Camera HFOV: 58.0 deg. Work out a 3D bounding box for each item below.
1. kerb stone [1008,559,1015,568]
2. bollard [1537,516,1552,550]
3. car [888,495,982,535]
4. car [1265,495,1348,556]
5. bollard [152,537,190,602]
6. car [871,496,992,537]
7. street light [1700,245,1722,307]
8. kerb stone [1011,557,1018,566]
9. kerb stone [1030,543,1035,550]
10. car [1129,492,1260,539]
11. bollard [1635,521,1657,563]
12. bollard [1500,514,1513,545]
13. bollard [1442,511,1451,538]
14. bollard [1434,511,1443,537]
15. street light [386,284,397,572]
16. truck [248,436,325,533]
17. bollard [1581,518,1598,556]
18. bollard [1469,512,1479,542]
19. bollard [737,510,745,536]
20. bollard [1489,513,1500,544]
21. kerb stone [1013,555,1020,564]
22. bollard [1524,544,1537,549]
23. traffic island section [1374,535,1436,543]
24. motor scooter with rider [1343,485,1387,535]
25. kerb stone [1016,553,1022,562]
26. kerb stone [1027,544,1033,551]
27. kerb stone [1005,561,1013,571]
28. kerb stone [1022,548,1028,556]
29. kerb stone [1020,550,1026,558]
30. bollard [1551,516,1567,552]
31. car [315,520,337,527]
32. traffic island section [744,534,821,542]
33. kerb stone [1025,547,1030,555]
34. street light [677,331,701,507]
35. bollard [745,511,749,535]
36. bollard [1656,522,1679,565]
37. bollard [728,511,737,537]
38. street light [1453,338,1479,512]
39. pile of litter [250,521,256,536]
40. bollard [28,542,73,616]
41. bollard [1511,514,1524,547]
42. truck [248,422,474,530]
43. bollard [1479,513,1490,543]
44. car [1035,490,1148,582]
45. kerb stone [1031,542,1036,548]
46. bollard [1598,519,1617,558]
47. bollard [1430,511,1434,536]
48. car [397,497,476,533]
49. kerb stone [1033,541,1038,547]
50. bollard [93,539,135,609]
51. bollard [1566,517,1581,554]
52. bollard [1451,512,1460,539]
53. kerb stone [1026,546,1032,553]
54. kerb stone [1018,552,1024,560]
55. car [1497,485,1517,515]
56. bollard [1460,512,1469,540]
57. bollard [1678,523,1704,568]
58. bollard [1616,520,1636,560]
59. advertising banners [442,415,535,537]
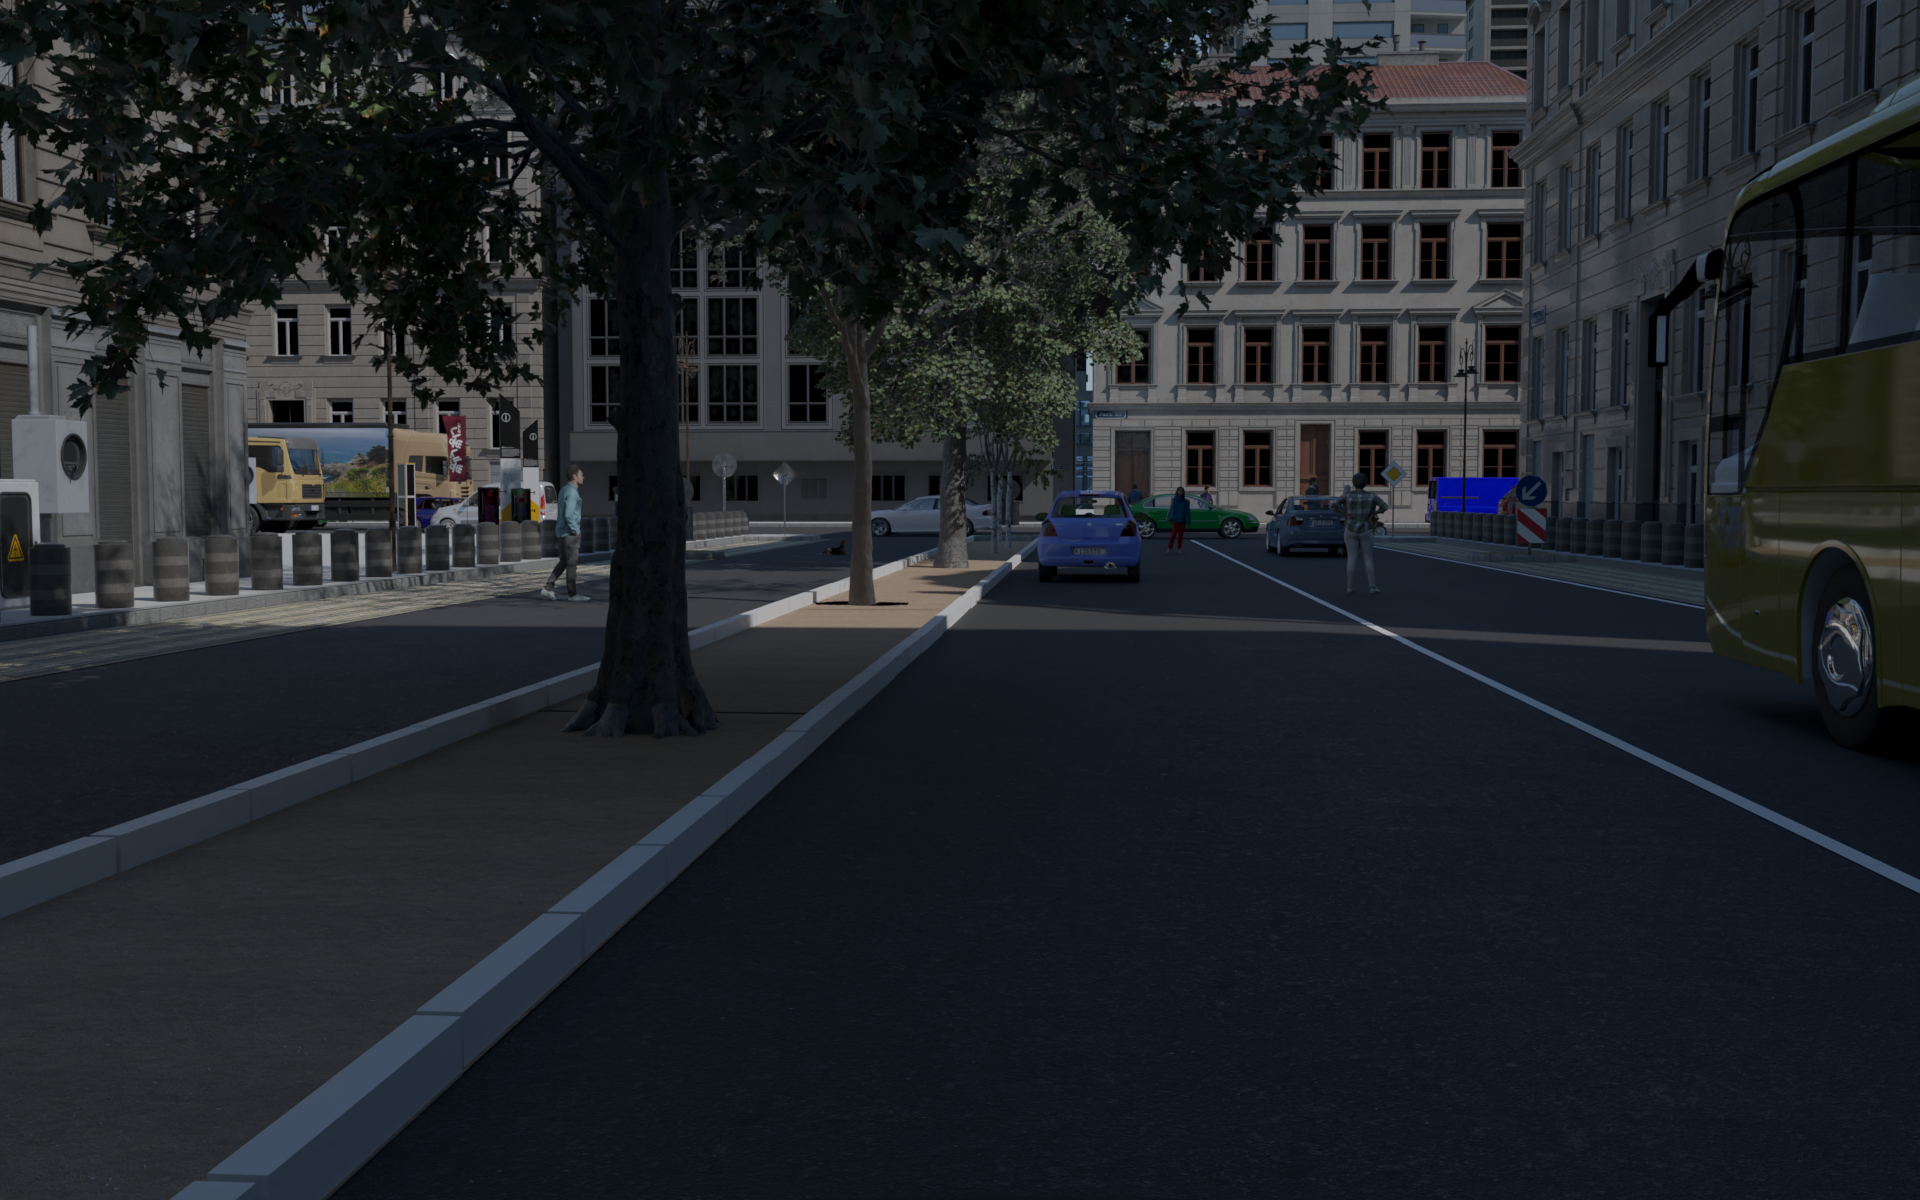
[{"bbox_3d":[0.906,-0.627,32.444,0.120,0.150,1.000,0,4,4],"label":"kerb stone"},{"bbox_3d":[13.558,-1.531,39.752,0.404,0.777,0.398,0,3,0],"label":"bollard"},{"bbox_3d":[-0.981,-3.043,61.750,4.499,1.417,2.014,0,4,5],"label":"car"},{"bbox_3d":[8.309,-1.780,41.112,2.014,1.417,4.499,0,4,5],"label":"car"},{"bbox_3d":[-9.465,-0.370,20.774,0.404,0.777,0.398,0,3,0],"label":"bollard"},{"bbox_3d":[-1.182,-2.853,59.009,4.827,1.381,2.083,0,4,4],"label":"car"},{"bbox_3d":[13.452,-3.524,30.413,0.468,5.910,1.993,0,4,4],"label":"street light"},{"bbox_3d":[0.988,-0.690,33.476,0.120,0.150,1.000,0,4,4],"label":"kerb stone"},{"bbox_3d":[1.704,-1.255,42.718,0.120,0.150,1.000,0,4,4],"label":"kerb stone"},{"bbox_3d":[7.325,-2.894,56.115,4.718,1.807,1.959,0,4,2],"label":"car"},{"bbox_3d":[12.996,-1.088,32.502,0.404,0.777,0.398,0,3,0],"label":"bollard"},{"bbox_3d":[13.845,-1.753,43.380,0.404,0.777,0.398,0,3,0],"label":"bollard"},{"bbox_3d":[14.400,-2.194,50.582,0.404,0.777,0.398,0,3,0],"label":"bollard"},{"bbox_3d":[14.489,-2.267,51.781,0.404,0.777,0.398,0,3,0],"label":"bollard"},{"bbox_3d":[-9.399,-3.410,28.549,0.468,5.910,1.993,0,4,4],"label":"street light"},{"bbox_3d":[-25.843,-3.839,58.696,9.791,3.379,3.469,0,4,4],"label":"truck"},{"bbox_3d":[13.280,-1.310,36.136,0.404,0.777,0.398,0,3,0],"label":"bollard"},{"bbox_3d":[14.120,-1.973,46.975,0.404,0.777,0.398,0,3,0],"label":"bollard"},{"bbox_3d":[-6.933,-2.359,53.285,0.404,0.777,0.398,0,3,0],"label":"bollard"},{"bbox_3d":[13.939,-1.826,44.578,0.404,0.777,0.398,0,3,0],"label":"bollard"},{"bbox_3d":[1.067,-0.750,34.498,0.120,0.150,1.000,0,4,4],"label":"kerb stone"},{"bbox_3d":[13.653,-1.605,40.963,0.404,0.777,0.398,0,3,0],"label":"bollard"},{"bbox_3d":[13.049,-1.827,52.147,2.009,0.180,2.903,0,4,4],"label":"traffic island section"},{"bbox_3d":[12.610,-2.828,55.197,1.986,1.779,0.876,0,4,5],"label":"motor scooter with rider"},{"bbox_3d":[1.147,-0.815,35.519,0.120,0.150,1.000,0,4,4],"label":"kerb stone"},{"bbox_3d":[1.622,-1.189,41.685,0.120,0.150,1.000,0,4,4],"label":"kerb stone"},{"bbox_3d":[0.829,-0.560,31.423,0.120,0.150,1.000,0,4,4],"label":"kerb stone"},{"bbox_3d":[1.381,-1.001,38.596,0.120,0.150,1.000,0,4,4],"label":"kerb stone"},{"bbox_3d":[1.295,-0.940,37.570,0.120,0.150,1.000,0,4,4],"label":"kerb stone"},{"bbox_3d":[13.470,-1.457,38.537,0.404,0.777,0.398,0,3,0],"label":"bollard"},{"bbox_3d":[-29.520,-3.873,75.115,4.920,1.459,2.131,0,4,3],"label":"car"},{"bbox_3d":[-5.436,-1.915,53.585,2.009,0.180,2.903,0,4,4],"label":"traffic island section"},{"bbox_3d":[1.460,-1.066,39.618,0.120,0.150,1.000,0,4,4],"label":"kerb stone"},{"bbox_3d":[-7.773,-4.686,49.400,0.468,5.910,1.993,0,4,4],"label":"street light"},{"bbox_3d":[-6.839,-2.433,54.502,0.404,0.777,0.398,0,3,0],"label":"bollard"},{"bbox_3d":[12.905,-1.015,31.304,0.404,0.777,0.398,0,3,0],"label":"bollard"},{"bbox_3d":[-7.020,-2.286,52.087,0.404,0.777,0.398,0,3,0],"label":"bollard"},{"bbox_3d":[15.019,-4.815,51.515,0.468,5.910,1.993,0,4,4],"label":"street light"},{"bbox_3d":[-12.216,-0.911,28.858,1.176,0.858,1.719,0,4,-7],"label":"pile of litter"},{"bbox_3d":[-9.650,-0.223,18.370,0.404,0.777,0.398,0,3,0],"label":"bollard"},{"bbox_3d":[13.750,-1.679,42.174,0.404,0.777,0.398,0,3,0],"label":"bollard"},{"bbox_3d":[-24.572,-4.903,69.074,11.283,4.237,2.839,0,4,3],"label":"truck"},{"bbox_3d":[14.033,-1.900,45.776,0.404,0.777,0.398,0,3,0],"label":"bollard"},{"bbox_3d":[2.232,-1.217,29.488,1.945,1.707,3.694,0,4,5],"label":"car"},{"bbox_3d":[1.783,-1.318,43.741,0.120,0.150,1.000,0,4,4],"label":"kerb stone"},{"bbox_3d":[13.191,-1.236,34.930,0.404,0.777,0.398,0,3,0],"label":"bollard"},{"bbox_3d":[14.591,-2.341,52.993,0.404,0.777,0.398,0,3,0],"label":"bollard"},{"bbox_3d":[-18.423,-3.098,63.228,3.894,1.354,1.945,0,4,3],"label":"car"},{"bbox_3d":[1.863,-1.379,44.767,0.120,0.150,1.000,0,4,4],"label":"kerb stone"},{"bbox_3d":[-9.557,-0.297,19.568,0.404,0.777,0.398,0,3,0],"label":"bollard"},{"bbox_3d":[13.378,-1.383,37.337,0.404,0.777,0.398,0,3,0],"label":"bollard"},{"bbox_3d":[14.311,-2.120,49.373,0.404,0.777,0.398,0,3,0],"label":"bollard"},{"bbox_3d":[1.546,-1.126,40.652,0.120,0.150,1.000,0,4,4],"label":"kerb stone"},{"bbox_3d":[1.227,-0.878,36.548,0.120,0.150,1.000,0,4,4],"label":"kerb stone"},{"bbox_3d":[19.623,-2.807,54.567,5.304,1.827,2.281,0,4,6],"label":"car"},{"bbox_3d":[14.217,-2.046,48.175,0.404,0.777,0.398,0,3,0],"label":"bollard"},{"bbox_3d":[12.812,-0.941,30.106,0.404,0.777,0.398,0,3,0],"label":"bollard"},{"bbox_3d":[13.091,-1.161,33.700,0.404,0.777,0.398,0,3,0],"label":"bollard"},{"bbox_3d":[-10.582,-2.615,38.948,2.074,3.025,0.090,-2,4,-33],"label":"advertising banners"}]
